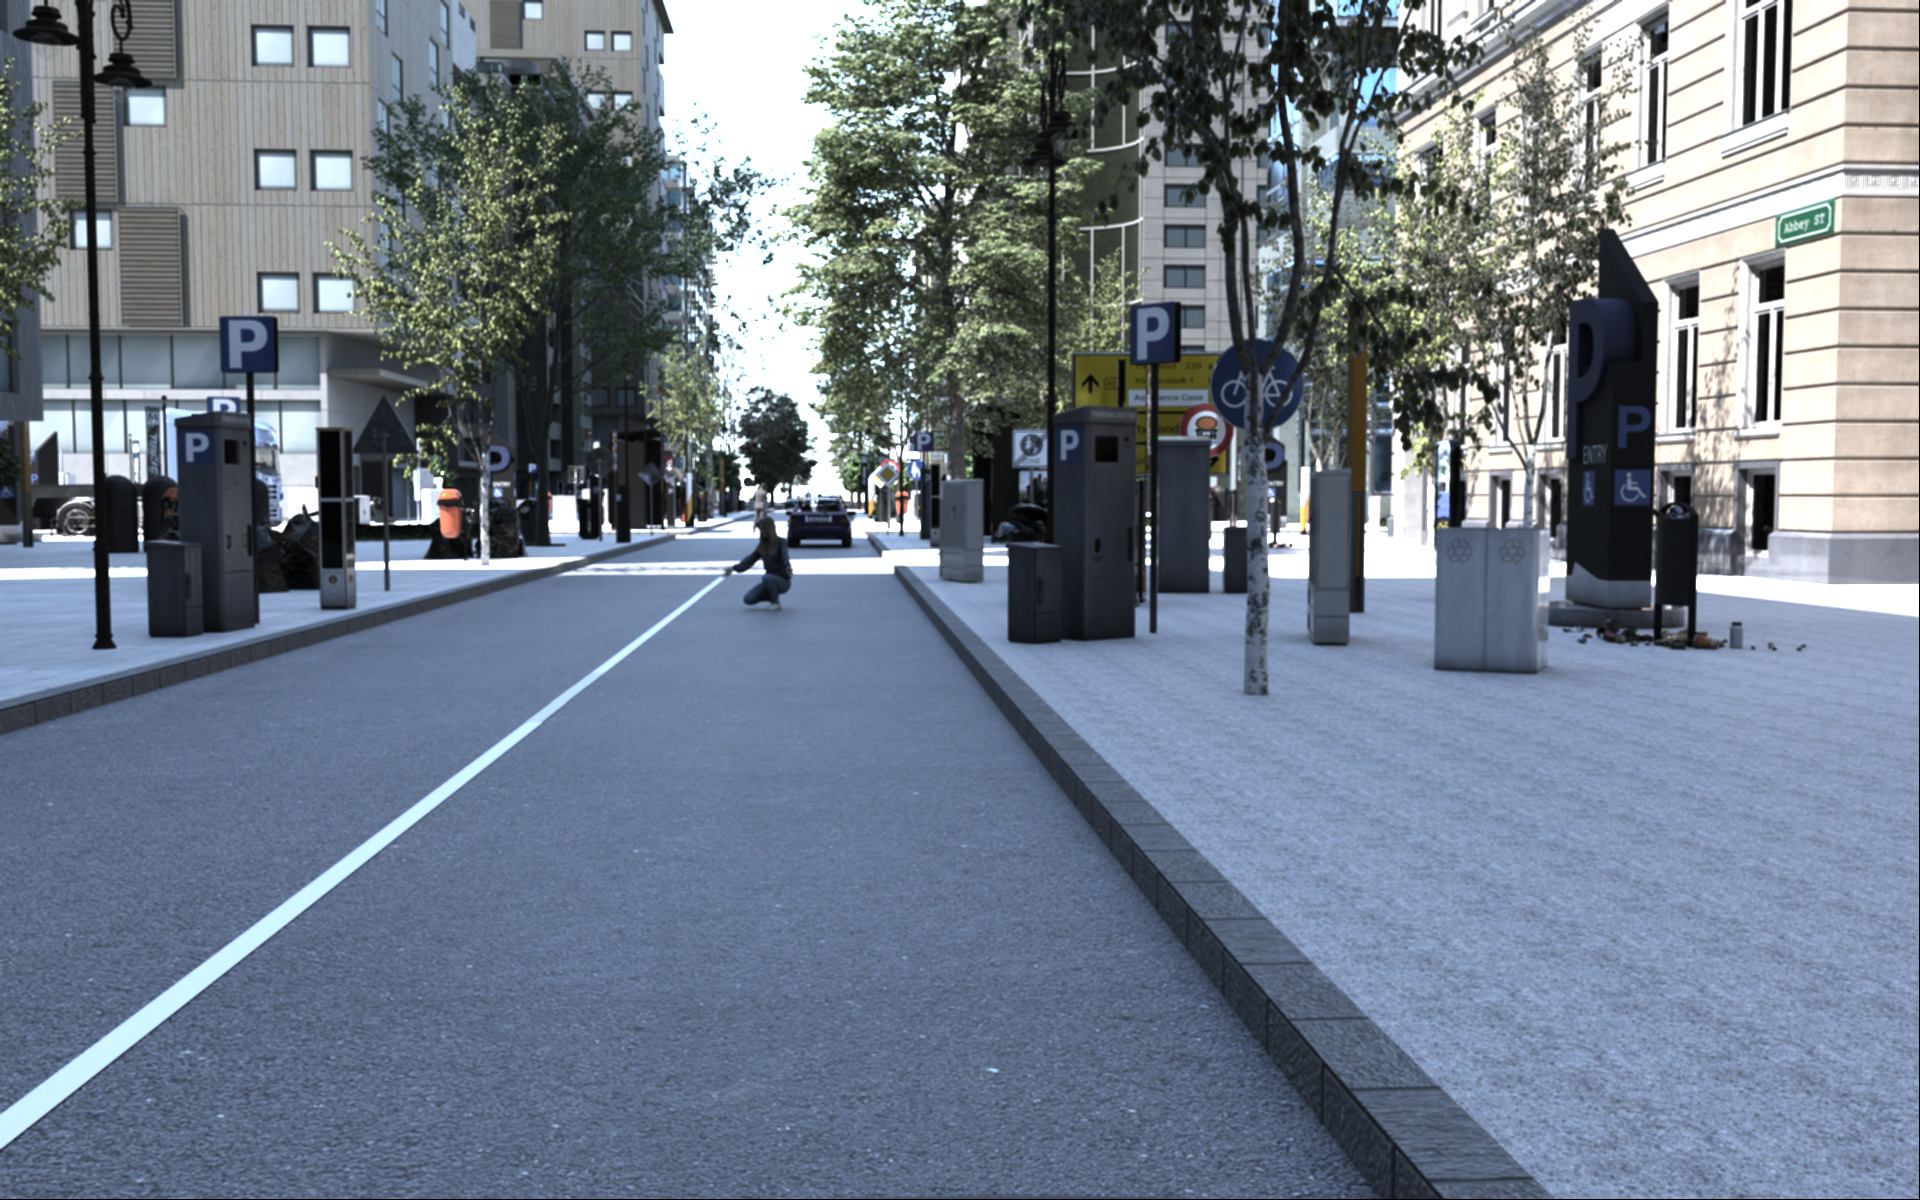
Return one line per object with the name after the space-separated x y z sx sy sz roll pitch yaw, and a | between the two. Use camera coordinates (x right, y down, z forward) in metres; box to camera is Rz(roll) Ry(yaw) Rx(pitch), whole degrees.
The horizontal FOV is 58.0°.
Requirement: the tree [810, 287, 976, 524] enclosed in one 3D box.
-2.820 -8.591 74.868 8.767 10.594 7.601 1 4 21 | tree

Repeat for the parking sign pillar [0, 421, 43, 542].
-25.406 -3.539 46.331 1.447 3.967 1.447 -1 4 -21 | parking sign pillar

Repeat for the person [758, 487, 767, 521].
-8.809 -4.184 77.006 0.767 1.812 0.694 -1 4 -13 | person

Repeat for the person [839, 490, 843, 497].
-8.955 -7.310 129.028 0.512 1.701 0.522 1 4 18 | person

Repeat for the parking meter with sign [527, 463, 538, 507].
-23.813 -6.183 97.351 0.543 3.016 1.738 -2 4 -29 | parking meter with sign

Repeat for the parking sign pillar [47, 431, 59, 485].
-38.987 -5.216 73.752 1.447 3.967 1.447 1 4 8 | parking sign pillar

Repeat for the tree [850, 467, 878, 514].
-5.615 -7.063 110.083 1.663 3.219 1.824 0 3 0 | tree

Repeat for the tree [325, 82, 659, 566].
-8.682 -4.921 30.816 4.737 8.622 4.395 0 3 0 | tree

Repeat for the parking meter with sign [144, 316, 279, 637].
-7.026 -1.223 16.260 0.543 3.016 1.738 0 4 3 | parking meter with sign

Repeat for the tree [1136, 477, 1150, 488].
8.737 -5.567 85.614 1.663 3.219 1.824 0 3 0 | tree

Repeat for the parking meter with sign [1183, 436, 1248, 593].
2.916 -1.605 22.505 1.738 3.016 0.543 0 4 3 | parking meter with sign

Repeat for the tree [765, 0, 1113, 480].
-0.354 -7.145 34.950 7.486 12.596 7.792 0 3 0 | tree

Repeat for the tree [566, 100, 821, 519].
-13.478 -14.088 86.229 12.611 20.169 13.585 0 3 0 | tree

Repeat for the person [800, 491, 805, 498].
-20.629 -13.393 227.562 1.348 1.812 0.705 1 4 12 | person

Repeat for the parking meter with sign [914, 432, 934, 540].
-0.852 -3.260 49.566 0.543 3.016 1.738 1 4 11 | parking meter with sign

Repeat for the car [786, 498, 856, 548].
-3.845 -2.150 47.732 1.945 1.354 3.894 0 4 -3 | car

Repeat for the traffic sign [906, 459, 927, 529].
-1.586 -3.895 63.793 0.768 2.556 0.104 0 4 1 | traffic sign

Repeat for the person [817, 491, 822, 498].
-15.058 -10.890 187.079 0.617 1.759 0.750 2 4 28 | person

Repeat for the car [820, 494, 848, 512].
-7.443 -5.531 100.214 2.009 1.686 4.222 0 4 -5 | car

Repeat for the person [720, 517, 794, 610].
-2.347 -0.452 21.389 1.012 1.151 0.738 3 4 39 | person

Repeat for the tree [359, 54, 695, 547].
-10.341 -7.122 42.208 9.928 11.665 9.643 0 3 0 | tree

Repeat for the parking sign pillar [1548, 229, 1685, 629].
6.411 -1.749 17.066 1.447 3.967 1.447 0 4 2 | parking sign pillar

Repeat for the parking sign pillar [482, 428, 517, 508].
-18.477 -4.948 69.370 1.447 3.967 1.447 0 4 -1 | parking sign pillar

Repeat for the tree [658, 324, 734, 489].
-11.777 -7.601 74.642 4.737 8.622 4.395 0 3 0 | tree

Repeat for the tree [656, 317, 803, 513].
-16.086 -12.835 120.216 12.009 13.543 11.850 0 3 0 | tree

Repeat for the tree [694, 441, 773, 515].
-14.875 -7.574 107.542 4.285 4.588 4.351 0 3 0 | tree

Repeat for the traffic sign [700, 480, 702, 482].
-16.813 -6.991 114.407 0.768 2.556 0.104 0 4 2 | traffic sign

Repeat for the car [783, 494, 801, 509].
-15.876 -9.534 165.674 2.009 1.686 4.222 0 4 -5 | car

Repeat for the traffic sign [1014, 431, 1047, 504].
1.137 -1.558 27.604 0.606 2.300 0.079 0 4 0 | traffic sign

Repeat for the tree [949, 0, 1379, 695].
1.793 -3.687 10.650 4.360 8.622 3.978 0 3 0 | tree

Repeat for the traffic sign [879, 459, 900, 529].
-2.579 -3.853 63.104 0.768 2.556 0.104 0 4 -1 | traffic sign

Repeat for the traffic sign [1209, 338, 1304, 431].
2.432 -0.867 14.287 0.768 2.556 0.104 0 4 2 | traffic sign

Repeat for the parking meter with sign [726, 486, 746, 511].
-17.344 -8.396 133.538 1.738 3.016 0.543 -3 5 -41 | parking meter with sign

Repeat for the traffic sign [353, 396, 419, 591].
-7.608 -1.402 22.934 0.884 2.594 0.081 0 4 -1 | traffic sign

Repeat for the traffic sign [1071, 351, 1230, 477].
2.727 -1.893 24.830 2.265 3.308 0.079 0 4 2 | traffic sign

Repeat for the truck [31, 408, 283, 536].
-30.633 -3.967 54.620 18.799 4.110 2.967 0 4 -6 | truck

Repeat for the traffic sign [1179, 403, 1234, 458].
3.440 -1.478 24.276 0.768 2.556 0.104 0 4 1 | traffic sign

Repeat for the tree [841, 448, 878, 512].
-6.758 -8.531 123.191 4.285 4.588 4.351 0 3 0 | tree

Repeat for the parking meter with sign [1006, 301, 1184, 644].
1.176 -1.169 15.377 1.738 3.016 0.543 -3 5 -42 | parking meter with sign

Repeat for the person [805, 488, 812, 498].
-9.833 -6.354 112.411 0.581 1.822 0.654 0 4 -3 | person

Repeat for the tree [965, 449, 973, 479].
1.088 -7.814 111.469 4.285 4.588 4.351 0 3 0 | tree

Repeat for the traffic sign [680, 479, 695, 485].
-15.206 -5.900 96.463 0.884 2.594 0.081 0 4 -1 | traffic sign

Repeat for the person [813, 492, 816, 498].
-22.628 -15.942 269.705 0.434 1.755 0.990 0 4 -3 | person

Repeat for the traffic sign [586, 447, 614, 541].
-9.802 -2.879 47.184 0.768 2.556 0.104 0 4 2 | traffic sign

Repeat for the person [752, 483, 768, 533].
-7.375 -3.398 63.859 0.655 1.846 0.447 1 4 14 | person

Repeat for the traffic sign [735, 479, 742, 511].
-16.916 -8.023 131.287 0.768 2.556 0.104 0 4 -2 | traffic sign

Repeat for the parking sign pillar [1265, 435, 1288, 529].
11.520 -4.656 64.601 1.447 3.967 1.447 -1 4 -11 | parking sign pillar

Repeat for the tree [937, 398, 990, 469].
0.281 -10.254 118.018 4.737 8.622 4.395 0 3 0 | tree
